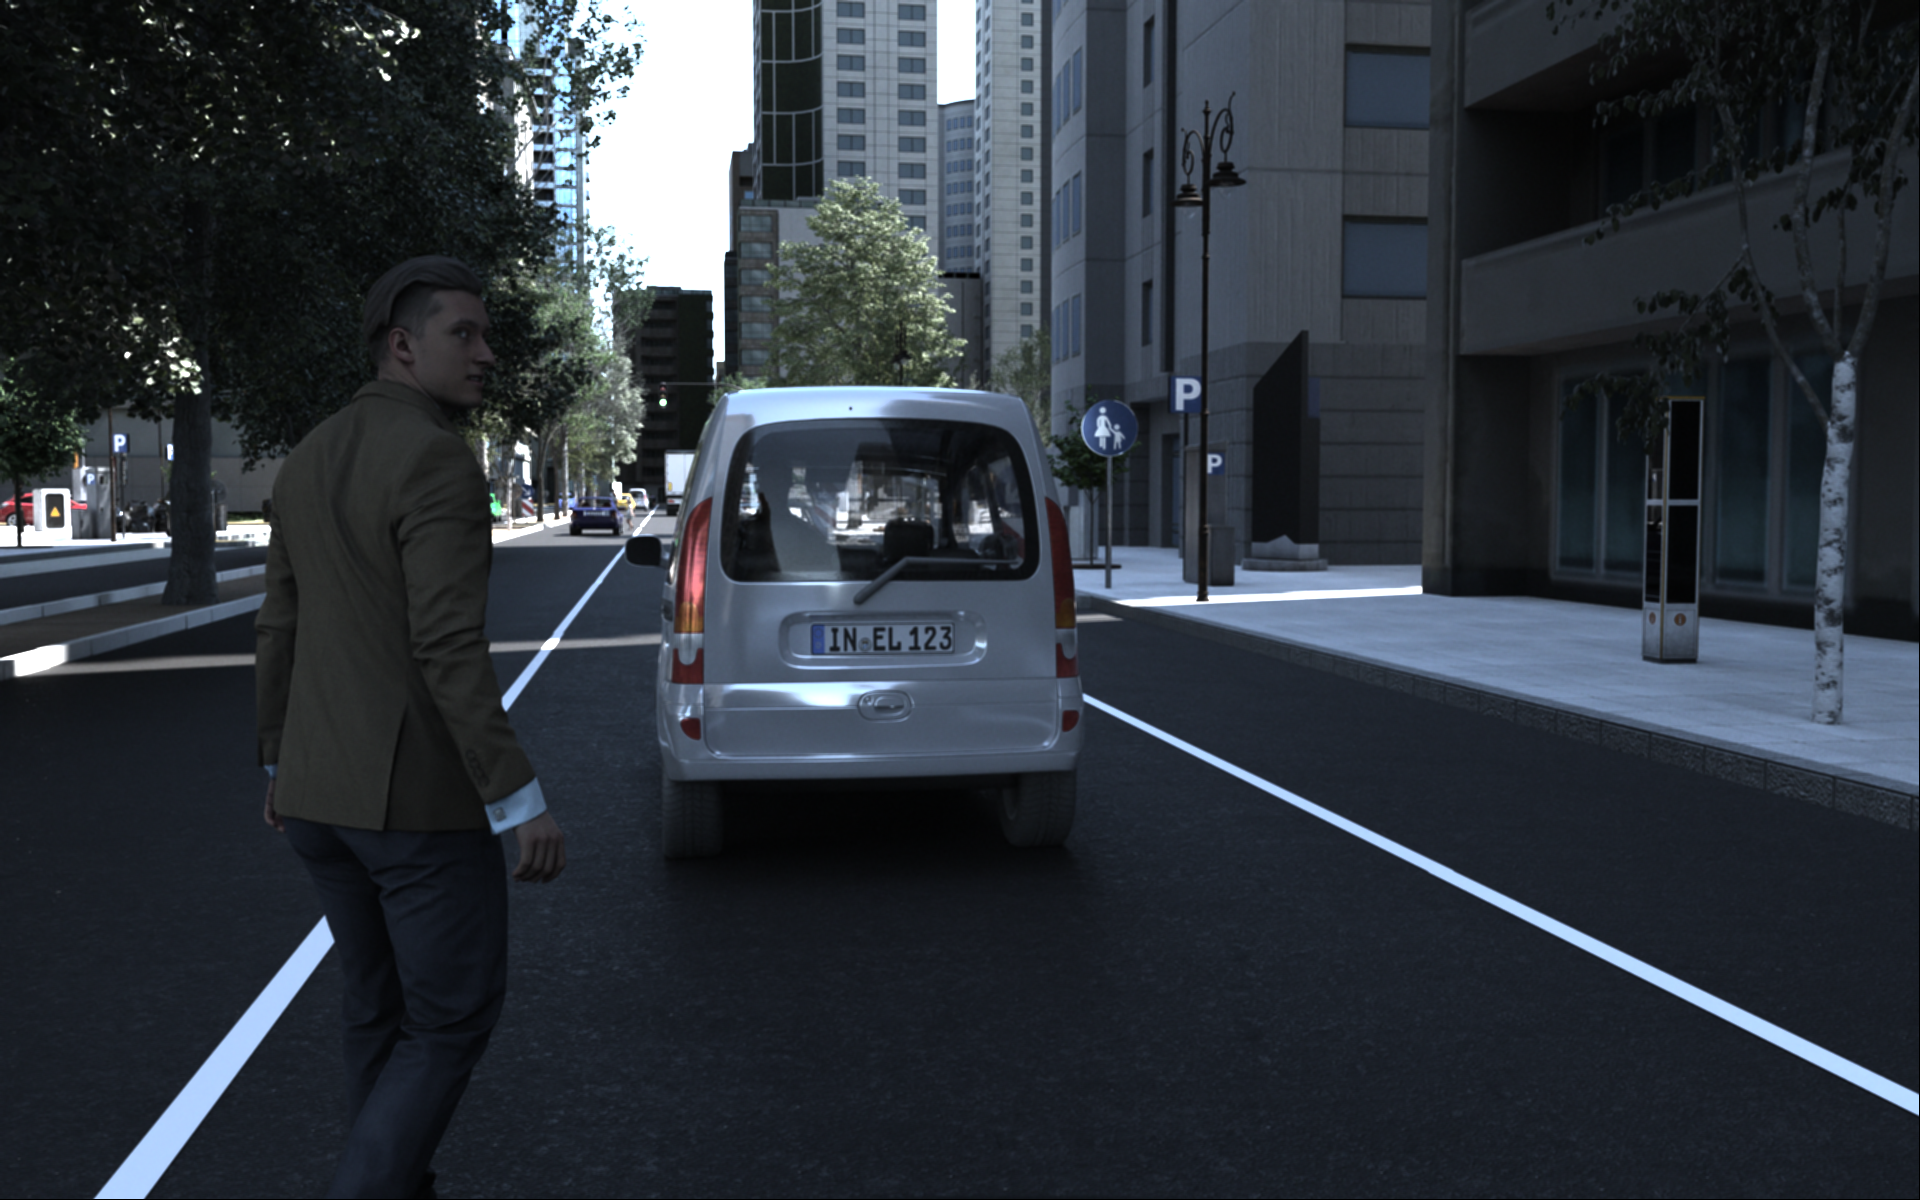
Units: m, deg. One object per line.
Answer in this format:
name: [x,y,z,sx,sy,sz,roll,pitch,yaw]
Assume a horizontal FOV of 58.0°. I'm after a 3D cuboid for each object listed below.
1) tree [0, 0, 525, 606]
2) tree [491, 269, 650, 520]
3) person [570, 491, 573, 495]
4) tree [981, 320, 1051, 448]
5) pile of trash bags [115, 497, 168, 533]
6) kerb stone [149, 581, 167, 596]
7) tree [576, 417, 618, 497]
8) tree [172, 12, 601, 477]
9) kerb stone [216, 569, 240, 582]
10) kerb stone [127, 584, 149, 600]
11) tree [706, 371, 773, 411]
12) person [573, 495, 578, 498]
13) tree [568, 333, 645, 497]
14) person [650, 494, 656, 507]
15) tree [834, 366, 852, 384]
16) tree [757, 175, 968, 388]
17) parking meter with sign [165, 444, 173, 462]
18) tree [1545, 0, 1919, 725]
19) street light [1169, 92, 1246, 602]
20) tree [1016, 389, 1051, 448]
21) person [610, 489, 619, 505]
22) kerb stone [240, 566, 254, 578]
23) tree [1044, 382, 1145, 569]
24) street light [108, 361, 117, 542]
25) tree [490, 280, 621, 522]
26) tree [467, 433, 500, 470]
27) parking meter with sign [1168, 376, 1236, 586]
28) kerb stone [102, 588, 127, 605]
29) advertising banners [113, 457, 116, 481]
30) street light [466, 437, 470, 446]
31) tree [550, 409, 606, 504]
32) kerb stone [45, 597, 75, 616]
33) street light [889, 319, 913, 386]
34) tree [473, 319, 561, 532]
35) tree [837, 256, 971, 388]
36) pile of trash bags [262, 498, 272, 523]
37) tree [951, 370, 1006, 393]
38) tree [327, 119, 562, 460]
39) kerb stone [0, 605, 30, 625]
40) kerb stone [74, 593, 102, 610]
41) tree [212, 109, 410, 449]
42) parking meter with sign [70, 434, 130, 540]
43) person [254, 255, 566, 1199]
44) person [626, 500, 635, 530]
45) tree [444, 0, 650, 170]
tree: [-9.993,-6.912,22.126,9.857,13.997,8.962,0,3,0]
tree: [-21.920,-11.075,93.905,12.009,13.543,11.850,0,3,0]
person: [-38.912,-10.020,173.011,0.721,1.739,1.217,-1,4,-17]
tree: [3.703,-9.693,92.887,7.601,10.594,8.767,1,4,17]
pile of trash bags: [-26.889,-2.941,57.846,1.912,1.369,3.447,1,4,18]
kerb stone: [-11.462,-0.147,24.604,0.120,0.150,1.000,-1,4,-10]
tree: [-30.506,-11.713,144.330,4.360,8.622,3.978,0,3,0]
tree: [-12.890,-7.243,37.891,9.611,12.733,9.660,0,3,0]
kerb stone: [-12.142,-0.395,28.657,0.120,0.150,1.000,-1,4,-10]
kerb stone: [-11.290,-0.083,23.595,0.120,0.150,1.000,-1,4,-10]
tree: [-17.505,-13.450,145.670,9.928,11.665,9.643,0,3,0]
person: [-47.574,-12.588,214.303,0.705,1.826,1.348,1,4,16]
tree: [-29.424,-13.941,137.053,9.857,13.997,8.962,0,3,0]
person: [-34.838,-11.285,196.245,0.697,1.427,0.421,1,4,11]
tree: [-5.690,-8.729,93.077,4.360,8.622,3.978,0,3,0]
tree: [-3.452,-8.816,62.273,7.486,12.596,7.792,0,3,0]
parking meter with sign: [-26.881,-3.949,60.830,1.738,3.016,0.543,0,4,-6]
tree: [4.982,-3.626,9.649,4.360,8.622,3.978,0,3,0]
street light: [2.895,-2.916,20.472,0.468,5.910,1.993,-1,4,-10]
tree: [4.614,-10.078,115.141,4.360,8.622,3.978,0,3,0]
person: [-24.218,-6.887,121.197,0.616,1.811,0.778,1,4,14]
kerb stone: [-12.316,-0.457,29.674,0.120,0.150,1.000,-1,4,-10]
tree: [2.268,-2.171,30.105,1.663,3.219,1.824,0,3,0]
street light: [-22.542,-4.475,45.953,0.468,5.910,1.993,-1,4,-10]
tree: [-19.995,-9.441,82.573,9.928,11.665,9.643,0,3,0]
tree: [-39.902,-11.778,142.940,4.737,8.622,4.395,0,3,0]
parking meter with sign: [3.509,-1.748,24.838,0.543,3.016,1.738,-1,4,-11]
kerb stone: [-11.110,-0.023,22.582,0.120,0.150,1.000,-1,4,-10]
advertising banners: [-40.278,-5.223,81.584,2.074,3.025,0.090,2,4,35]
street light: [-36.494,-9.529,128.584,0.468,5.910,1.993,-1,4,-10]
tree: [-26.051,-10.068,117.430,4.737,8.622,4.395,0,3,0]
kerb stone: [-10.770,0.104,20.567,0.120,0.150,1.000,-1,4,-10]
street light: [-1.568,-4.479,46.018,0.468,5.910,1.993,-1,4,-10]
tree: [-17.170,-6.907,65.743,4.360,8.622,3.978,0,3,0]
tree: [-1.912,-6.294,53.267,4.737,8.622,4.395,0,3,0]
pile of trash bags: [-30.833,-4.239,79.058,1.912,1.369,3.447,-1,4,-20]
tree: [0.295,-9.390,103.892,4.360,8.622,3.978,0,3,0]
tree: [-14.639,-7.692,46.355,7.486,12.596,7.792,0,3,0]
kerb stone: [-10.606,0.162,19.556,0.120,0.150,1.000,-1,4,-10]
kerb stone: [-10.947,0.038,21.573,0.120,0.150,1.000,-1,4,-10]
tree: [-11.274,-4.694,29.560,4.737,8.622,4.395,0,3,0]
parking meter with sign: [-24.489,-3.243,49.285,0.543,3.016,1.738,1,4,19]
person: [-0.944,0.336,2.922,0.656,1.842,0.836,1,4,8]
person: [-12.971,-3.353,68.337,0.382,1.210,0.505,-1,4,-22]
tree: [-16.980,-12.134,56.732,12.611,20.169,13.585,0,3,0]
